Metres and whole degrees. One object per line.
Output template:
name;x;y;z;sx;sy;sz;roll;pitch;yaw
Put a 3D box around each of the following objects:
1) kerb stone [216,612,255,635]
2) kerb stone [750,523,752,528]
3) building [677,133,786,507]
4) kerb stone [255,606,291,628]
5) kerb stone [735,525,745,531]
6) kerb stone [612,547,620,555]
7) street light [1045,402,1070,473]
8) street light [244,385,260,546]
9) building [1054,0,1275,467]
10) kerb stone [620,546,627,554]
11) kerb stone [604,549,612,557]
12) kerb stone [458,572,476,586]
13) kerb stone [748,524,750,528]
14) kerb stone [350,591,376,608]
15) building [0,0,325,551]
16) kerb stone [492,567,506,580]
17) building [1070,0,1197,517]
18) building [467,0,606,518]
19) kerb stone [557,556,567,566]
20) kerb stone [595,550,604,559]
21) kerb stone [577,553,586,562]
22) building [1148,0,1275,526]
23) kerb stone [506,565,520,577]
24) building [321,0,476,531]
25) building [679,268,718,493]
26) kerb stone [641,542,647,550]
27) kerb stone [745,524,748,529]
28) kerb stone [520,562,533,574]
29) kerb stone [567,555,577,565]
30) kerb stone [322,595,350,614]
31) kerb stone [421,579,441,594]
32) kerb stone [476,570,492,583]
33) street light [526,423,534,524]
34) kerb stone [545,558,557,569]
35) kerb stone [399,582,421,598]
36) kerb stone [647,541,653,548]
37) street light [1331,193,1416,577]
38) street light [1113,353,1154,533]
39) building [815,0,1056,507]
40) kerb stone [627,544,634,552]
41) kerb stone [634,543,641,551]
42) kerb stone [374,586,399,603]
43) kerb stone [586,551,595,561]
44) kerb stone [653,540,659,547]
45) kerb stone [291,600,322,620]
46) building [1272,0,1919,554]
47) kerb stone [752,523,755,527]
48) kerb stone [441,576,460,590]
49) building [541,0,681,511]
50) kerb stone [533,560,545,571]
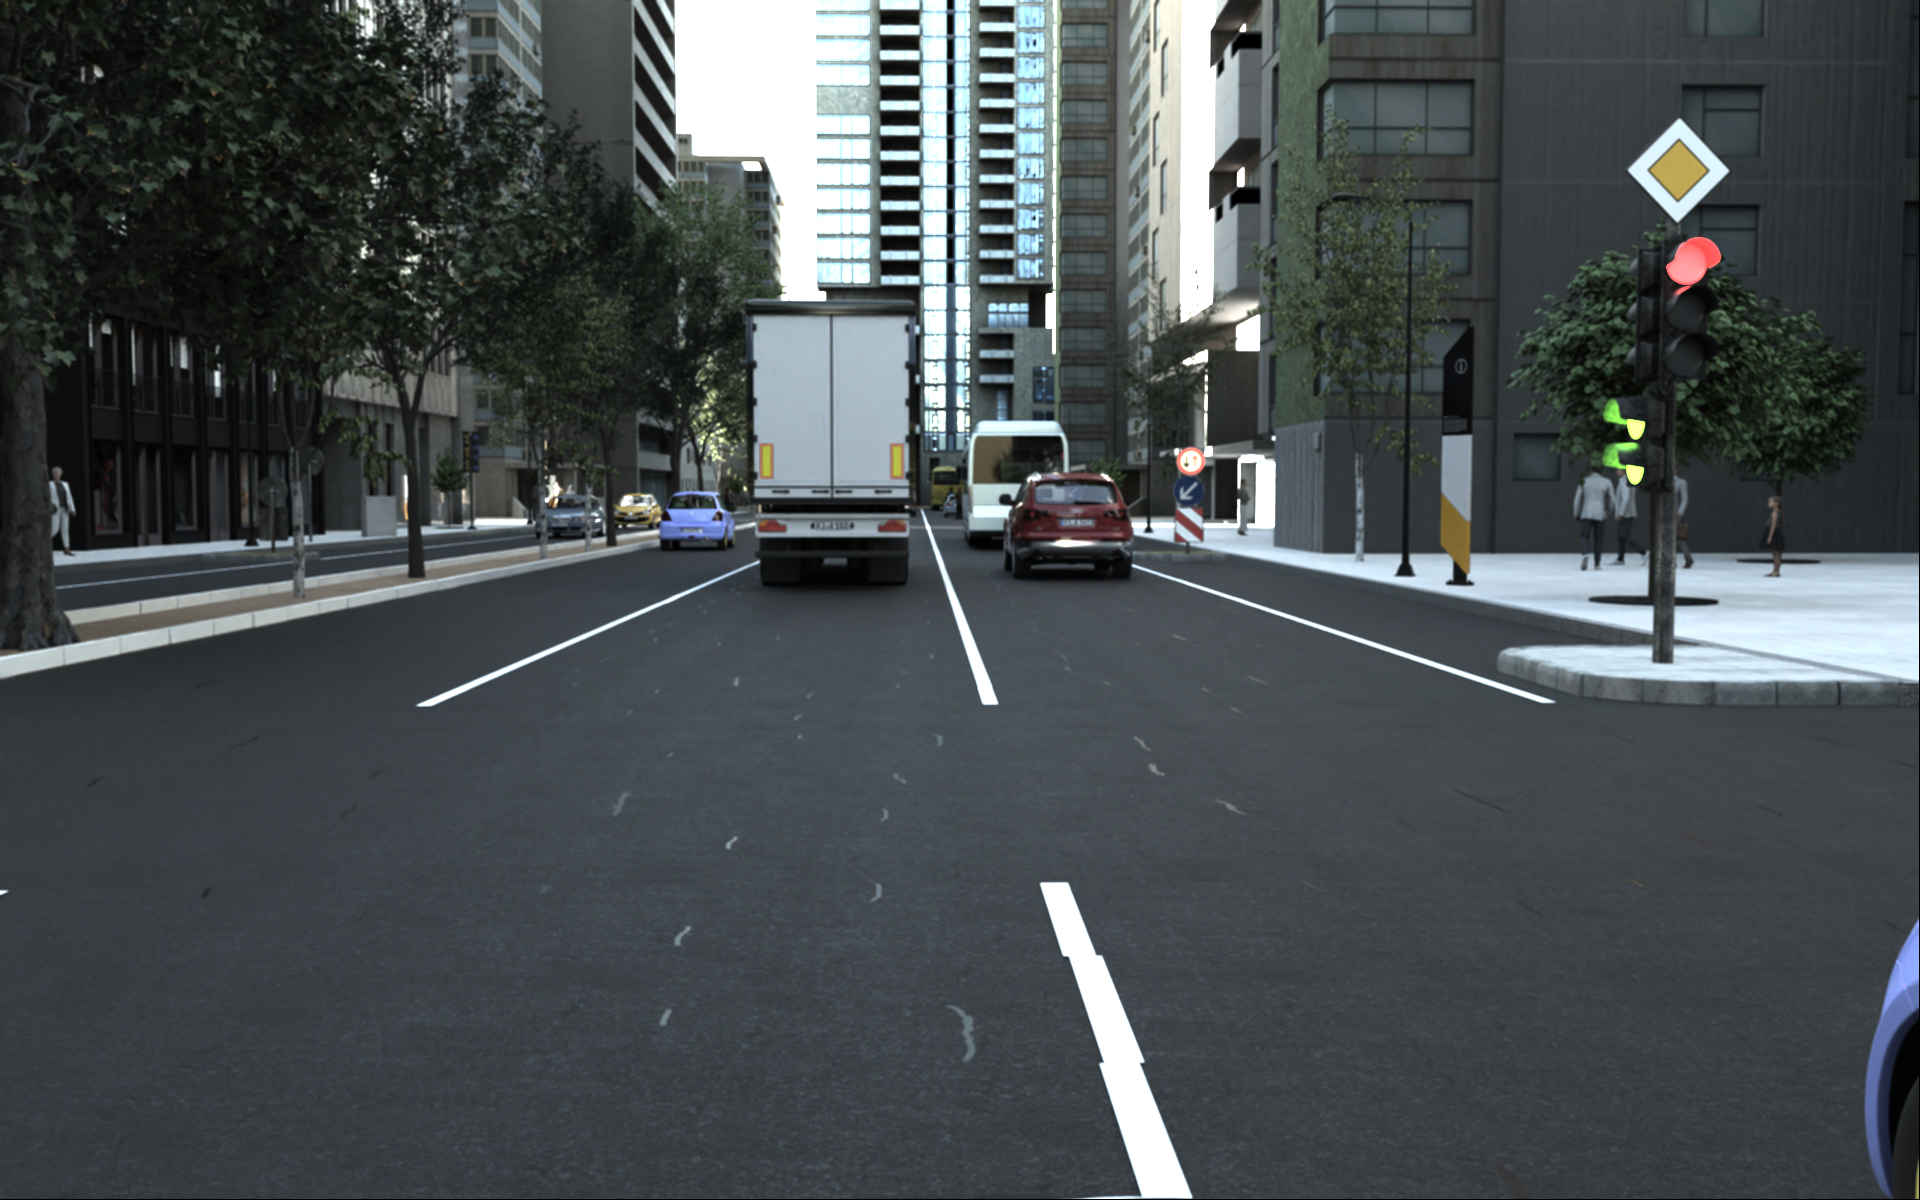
kerb stone;-7.612;0.256;18.011;0.120;0.150;1.000;0;4;-1
kerb stone;-9.016;-3.132;73.400;0.120;0.150;1.000;0;4;-1
building;-31.699;-30.396;188.858;23.993;40.220;32.217;0;4;-1
kerb stone;-7.635;0.193;19.058;0.120;0.150;1.000;0;4;-1
kerb stone;-8.930;-2.943;70.318;0.120;0.150;1.000;0;4;-1
kerb stone;-8.185;-1.115;40.593;0.120;0.150;1.000;0;4;-1
street light;4.980;-7.023;87.367;1.470;5.913;1.316;0;4;-1
street light;-16.905;-4.278;42.491;1.470;5.913;1.316;0;4;-1
building;13.639;-26.908;123.547;14.154;41.232;14.086;0;4;-1
kerb stone;-8.207;-1.182;41.623;0.120;0.150;1.000;0;4;-1
kerb stone;-8.159;-1.057;39.571;0.120;0.150;1.000;0;4;-1
kerb stone;-7.844;-0.309;27.255;0.120;0.150;1.000;0;4;-1
kerb stone;-8.989;-3.069;72.369;0.120;0.150;1.000;0;4;-1
kerb stone;-7.714;0.008;22.137;0.120;0.150;1.000;0;4;-1
building;-26.039;-13.236;46.082;12.332;23.373;15.834;0;4;-1
kerb stone;-7.900;-0.435;29.308;0.120;0.150;1.000;0;4;-1
building;23.163;-25.221;104.252;32.217;40.220;23.993;0;4;-1
building;-37.429;-24.906;99.097;32.217;40.220;23.993;0;4;-1
kerb stone;-8.027;-0.739;34.444;0.120;0.150;1.000;0;4;-1
kerb stone;-8.132;-1.000;38.548;0.120;0.150;1.000;0;4;-1
kerb stone;-8.084;-0.868;36.493;0.120;0.150;1.000;0;4;-1
building;22.968;-29.502;71.604;28.713;52.752;27.495;0;4;-1
kerb stone;-7.919;-0.492;30.330;0.120;0.150;1.000;0;4;-1
building;-26.636;-15.037;63.879;12.078;24.808;19.932;0;4;-1
building;-36.791;-18.528;147.972;28.899;21.520;27.650;0;4;-1
kerb stone;-8.281;-1.375;44.689;0.120;0.150;1.000;0;4;-1
kerb stone;-8.962;-3.006;71.347;0.120;0.150;1.000;0;4;-1
kerb stone;-7.944;-0.560;31.352;0.120;0.150;1.000;0;4;-1
kerb stone;-8.048;-0.812;35.465;0.120;0.150;1.000;0;4;-1
kerb stone;-7.694;0.066;21.110;0.120;0.150;1.000;0;4;-1
kerb stone;-7.795;-0.184;25.209;0.120;0.150;1.000;0;4;-1
kerb stone;-7.870;-0.372;28.277;0.120;0.150;1.000;0;4;-1
street light;-17.643;-6.150;73.091;1.470;5.913;1.316;0;4;-1
kerb stone;-7.997;-0.686;33.408;0.120;0.150;1.000;0;4;-1
kerb stone;-7.763;-0.121;24.186;0.120;0.150;1.000;0;4;-1
kerb stone;-8.313;-1.439;45.719;0.120;0.150;1.000;0;4;-1
street light;6.426;-3.325;26.906;1.470;5.913;1.316;0;4;-1
street light;5.712;-5.179;57.211;1.470;5.913;1.316;0;4;-1
building;-3.269;-53.209;182.631;31.000;86.520;22.319;0;4;-1
kerb stone;-8.228;-1.251;42.645;0.120;0.150;1.000;0;4;-1
kerb stone;-8.258;-1.313;43.666;0.120;0.150;1.000;0;4;-1
kerb stone;-7.742;-0.059;23.158;0.120;0.150;1.000;0;4;-1
kerb stone;-8.108;-0.936;37.518;0.120;0.150;1.000;0;4;-1
kerb stone;-8.335;-1.501;46.741;0.120;0.150;1.000;0;4;-1
kerb stone;-7.667;0.133;20.086;0.120;0.150;1.000;0;4;-1
building;14.645;-21.982;43.000;14.154;41.232;14.086;0;4;-1
kerb stone;-9.038;-3.195;74.429;0.120;0.150;1.000;0;4;-1
kerb stone;-7.811;-0.241;26.234;0.120;0.150;1.000;0;4;-1
building;-32.016;-30.484;122.116;21.300;48.544;21.600;0;4;-1
kerb stone;-7.975;-0.623;32.386;0.120;0.150;1.000;0;4;-1
